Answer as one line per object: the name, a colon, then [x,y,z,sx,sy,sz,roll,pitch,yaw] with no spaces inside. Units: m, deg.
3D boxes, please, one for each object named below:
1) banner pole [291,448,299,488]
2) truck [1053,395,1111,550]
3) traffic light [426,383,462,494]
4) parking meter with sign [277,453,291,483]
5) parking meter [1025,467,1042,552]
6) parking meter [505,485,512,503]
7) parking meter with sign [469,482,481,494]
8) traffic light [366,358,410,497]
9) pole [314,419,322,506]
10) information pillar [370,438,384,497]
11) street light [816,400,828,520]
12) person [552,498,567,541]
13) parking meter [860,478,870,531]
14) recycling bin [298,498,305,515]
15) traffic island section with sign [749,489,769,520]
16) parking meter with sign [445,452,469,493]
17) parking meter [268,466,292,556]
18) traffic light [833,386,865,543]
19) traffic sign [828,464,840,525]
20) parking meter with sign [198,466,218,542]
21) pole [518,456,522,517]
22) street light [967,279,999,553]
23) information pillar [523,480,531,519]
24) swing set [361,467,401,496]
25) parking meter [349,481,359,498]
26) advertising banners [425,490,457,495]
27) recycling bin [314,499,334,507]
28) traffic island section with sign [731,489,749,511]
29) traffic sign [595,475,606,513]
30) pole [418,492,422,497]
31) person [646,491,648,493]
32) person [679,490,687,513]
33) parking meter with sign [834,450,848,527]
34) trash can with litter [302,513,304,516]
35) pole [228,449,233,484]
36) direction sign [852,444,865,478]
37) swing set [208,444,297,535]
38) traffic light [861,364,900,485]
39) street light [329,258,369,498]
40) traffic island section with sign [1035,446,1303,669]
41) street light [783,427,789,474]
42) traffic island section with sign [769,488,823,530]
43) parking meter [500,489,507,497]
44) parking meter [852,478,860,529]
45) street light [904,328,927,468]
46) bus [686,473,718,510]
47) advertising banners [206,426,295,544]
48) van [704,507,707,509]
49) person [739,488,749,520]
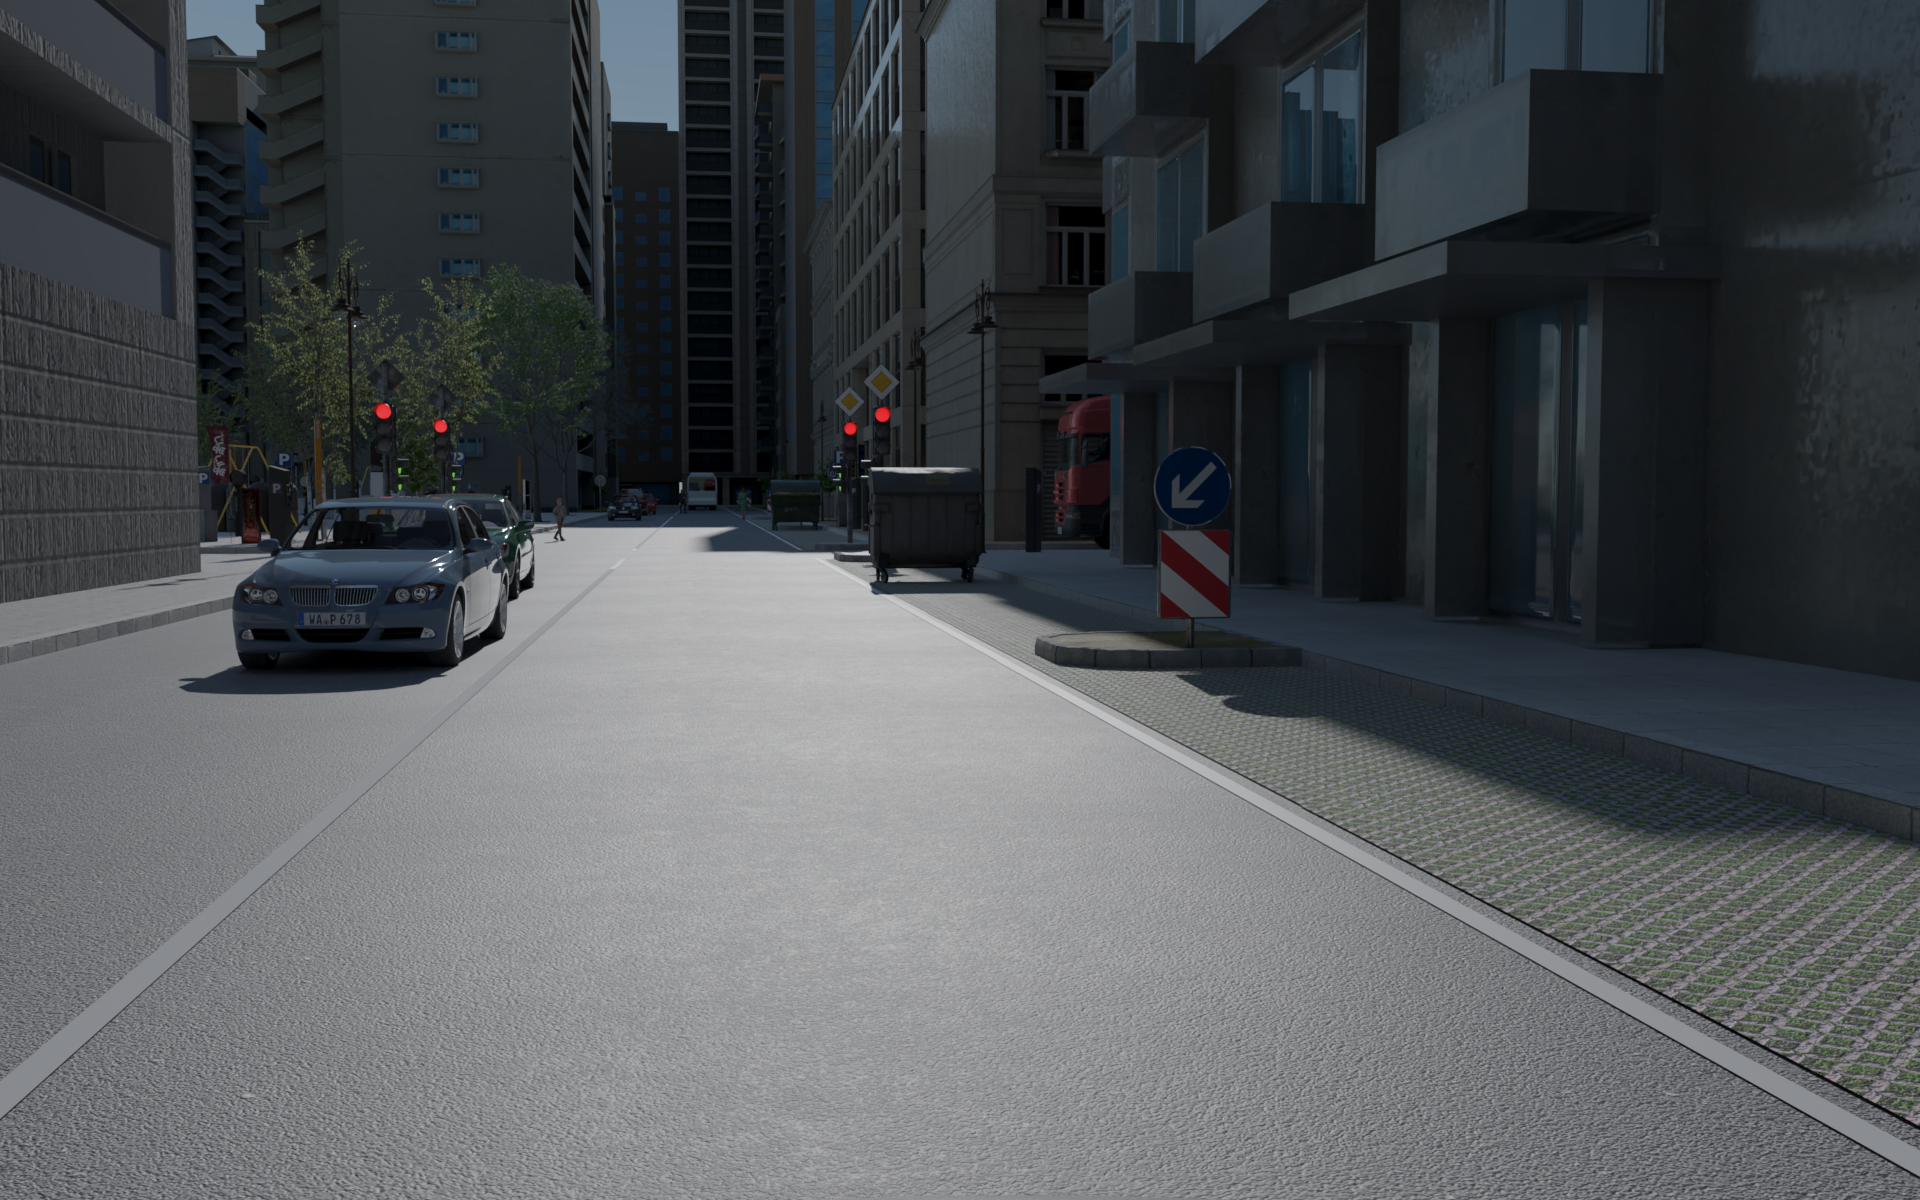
banner pole: [-35.644,-6.286,92.786,0.401,3.779,0.863,1,4,9]
truck: [7.385,-3.328,43.332,11.283,4.237,2.839,0,4,-7]
traffic light: [-13.051,-3.356,43.794,0.839,4.253,0.868,-1,4,-9]
parking meter with sign: [-28.355,-4.677,72.732,0.543,3.016,1.738,-1,4,-21]
parking meter: [1.624,-1.988,38.213,0.255,1.863,0.399,2,4,25]
parking meter: [-29.665,-6.605,113.704,0.399,1.863,0.255,0,4,2]
parking meter with sign: [-31.228,-7.048,111.495,1.738,3.016,0.543,-2,4,-33]
traffic light: [-11.860,-2.873,35.898,0.839,4.253,0.868,-1,4,-9]
pole: [-17.509,-3.268,47.278,0.158,3.312,0.155,0,3,0]
information pillar: [-22.219,-4.568,66.042,0.504,3.616,0.183,1,4,9]
street light: [-6.686,-6.803,84.018,0.468,5.910,1.993,-1,4,-9]
person: [-12.203,-2.451,52.852,0.640,1.303,0.475,3,4,36]
parking meter: [-3.133,-3.297,59.624,0.399,1.863,0.255,-3,5,-45]
recycling bin: [-40.558,-5.733,106.284,0.722,1.027,0.722,-1,4,-14]
traffic island section with sign: [-10.602,-5.391,96.778,1.989,1.847,2.006,-1,4,-9]
parking meter with sign: [-20.620,-4.529,70.309,0.543,3.016,1.738,0,4,4]
parking meter: [-14.034,-1.839,35.780,0.399,1.863,0.255,0,4,6]
traffic light: [-2.906,-3.450,45.334,0.839,4.253,0.868,-1,4,-9]
traffic sign: [-5.016,-4.334,70.966,0.768,2.556,0.104,0,4,-3]
parking meter with sign: [-20.684,-3.102,46.972,1.738,3.016,0.543,3,5,43]
pole: [-23.716,-6.089,93.403,0.158,3.312,0.155,0,3,0]
street light: [0.488,-3.952,37.401,0.468,5.910,1.993,-1,4,-9]
information pillar: [-22.119,-5.136,88.462,0.304,2.012,0.304,-2,4,-33]
swing set: [-32.818,-6.214,99.215,3.119,2.851,2.862,1,4,22]
parking meter: [-28.070,-4.560,80.270,0.399,1.863,0.255,-2,4,-31]
advertising banners: [-18.708,-3.983,61.306,2.074,3.025,0.090,1,4,19]
recycling bin: [-32.340,-4.617,88.039,0.722,1.027,0.722,3,4,37]
traffic island section with sign: [-18.046,-8.408,146.105,1.989,1.847,2.006,-1,4,-9]
traffic sign: [-23.994,-7.061,115.545,0.768,2.556,0.104,0,4,1]
pole: [-20.585,-4.415,66.022,0.158,3.312,0.155,0,3,0]
person: [-31.621,-10.177,175.583,0.721,1.739,1.217,1,4,11]
person: [-20.383,-7.264,127.712,0.568,1.767,0.683,3,4,38]
parking meter with sign: [-4.615,-4.396,68.137,0.543,3.016,1.738,0,4,-8]
trash can with litter: [-38.655,-5.666,103.693,2.233,1.210,1.678,-1,4,-11]
pole: [-33.135,-5.194,78.763,0.158,3.312,0.155,0,3,0]
direction sign: [-4.704,-5.315,78.894,0.876,3.537,0.379,-3,4,-36]
swing set: [-23.035,-3.527,55.282,2.862,2.851,3.119,0,4,-2]
traffic light: [-1.716,-2.967,37.438,0.839,4.253,0.868,-1,4,-9]
street light: [-11.985,-3.750,34.103,0.468,5.910,1.993,-1,4,-9]
traffic island section with sign: [1.712,-0.395,15.094,1.989,1.847,2.006,-1,4,-9]
street light: [-12.036,-8.979,119.601,0.468,5.910,1.993,-1,4,-9]
traffic island section with sign: [-6.582,-3.761,70.123,1.989,1.847,2.006,-1,4,-9]
parking meter: [-23.820,-5.016,90.428,0.372,1.533,0.369,0,3,0]
parking meter: [-3.824,-3.526,63.354,0.399,1.863,0.255,2,4,33]
street light: [-1.252,-4.627,48.447,0.468,5.910,1.993,-1,4,-9]
bus: [-23.168,-9.839,155.721,2.948,3.499,13.247,-1,4,-8]
advertising banners: [-18.332,-2.973,44.793,2.074,3.025,0.090,-2,4,-27]
van: [-26.124,-10.152,172.999,2.013,2.044,4.112,-1,4,-8]
person: [-12.059,-5.369,96.530,0.600,1.795,0.529,0,4,0]
